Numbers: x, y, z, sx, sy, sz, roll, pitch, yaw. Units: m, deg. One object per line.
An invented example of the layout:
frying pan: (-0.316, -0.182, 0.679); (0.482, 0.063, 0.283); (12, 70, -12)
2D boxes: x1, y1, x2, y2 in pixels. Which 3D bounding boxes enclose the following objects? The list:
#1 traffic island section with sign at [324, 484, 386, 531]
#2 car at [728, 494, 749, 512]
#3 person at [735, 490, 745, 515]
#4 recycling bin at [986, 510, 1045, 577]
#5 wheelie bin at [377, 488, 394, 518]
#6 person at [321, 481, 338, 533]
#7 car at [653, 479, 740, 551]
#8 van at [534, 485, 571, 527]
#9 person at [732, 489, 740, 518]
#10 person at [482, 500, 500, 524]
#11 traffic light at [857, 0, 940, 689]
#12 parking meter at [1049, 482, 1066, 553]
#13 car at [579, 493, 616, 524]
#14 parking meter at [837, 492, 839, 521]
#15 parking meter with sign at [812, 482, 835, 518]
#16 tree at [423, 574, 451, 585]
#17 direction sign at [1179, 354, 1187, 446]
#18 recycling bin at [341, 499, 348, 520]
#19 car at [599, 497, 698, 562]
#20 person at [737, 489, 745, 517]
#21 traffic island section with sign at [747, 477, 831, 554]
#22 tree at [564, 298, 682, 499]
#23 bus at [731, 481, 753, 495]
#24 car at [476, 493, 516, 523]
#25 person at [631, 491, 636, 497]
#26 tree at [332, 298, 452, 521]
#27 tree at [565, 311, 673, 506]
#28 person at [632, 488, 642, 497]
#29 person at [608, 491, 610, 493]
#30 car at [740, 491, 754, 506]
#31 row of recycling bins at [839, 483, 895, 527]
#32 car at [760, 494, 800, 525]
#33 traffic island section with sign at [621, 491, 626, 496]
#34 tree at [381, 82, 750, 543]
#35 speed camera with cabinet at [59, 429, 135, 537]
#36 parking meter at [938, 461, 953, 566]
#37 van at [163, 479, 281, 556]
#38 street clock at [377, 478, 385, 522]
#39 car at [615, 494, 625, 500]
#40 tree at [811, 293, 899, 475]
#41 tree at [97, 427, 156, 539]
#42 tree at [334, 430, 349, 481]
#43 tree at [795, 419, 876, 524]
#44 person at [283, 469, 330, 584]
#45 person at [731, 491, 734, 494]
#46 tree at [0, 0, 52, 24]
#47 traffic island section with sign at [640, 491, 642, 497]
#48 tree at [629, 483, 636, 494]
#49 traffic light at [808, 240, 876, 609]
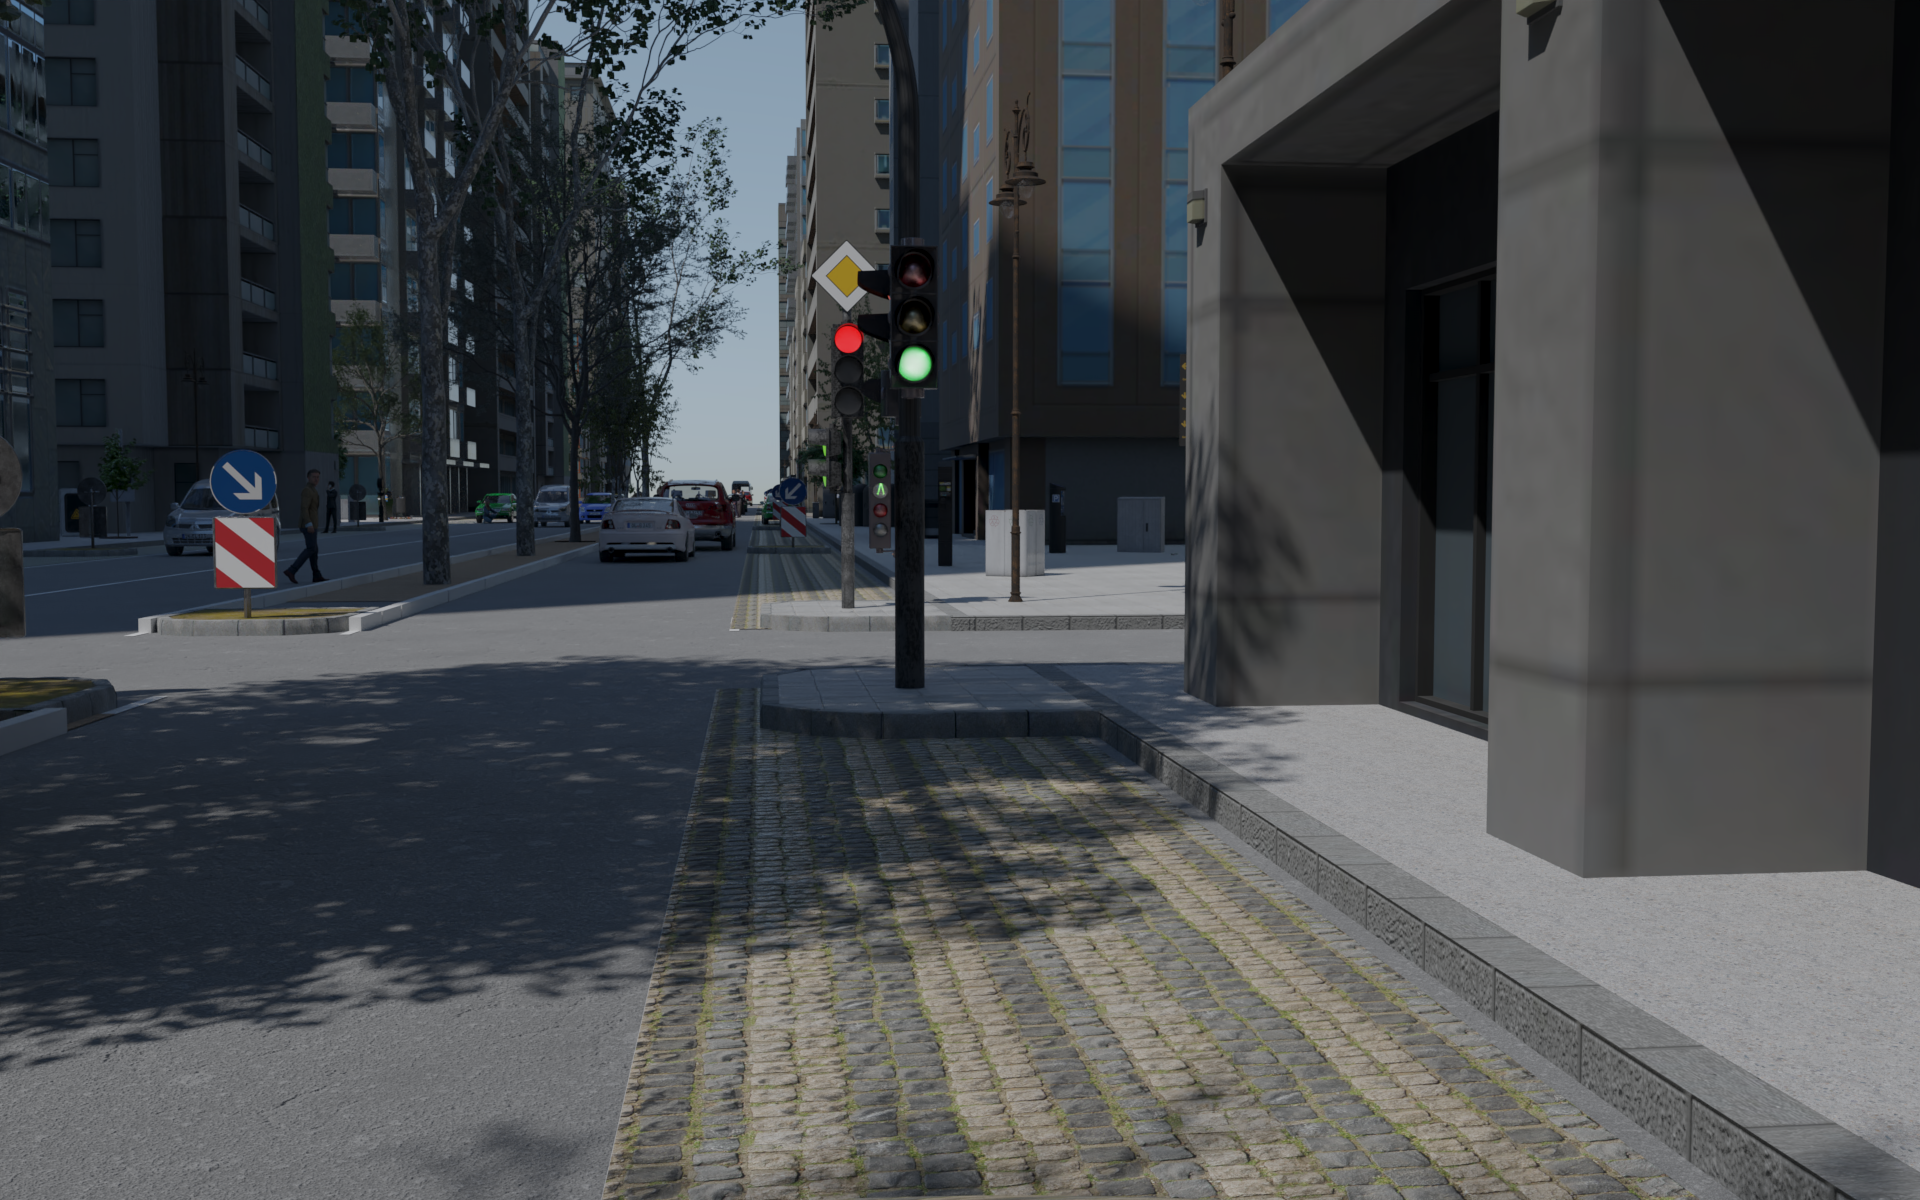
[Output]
traffic island section with sign: (-23.391, -3.577, 67.105); (1.989, 1.847, 2.006); (0, 4, -7)
car: (-17.889, -7.733, 138.230); (2.131, 1.459, 4.920); (0, 4, -8)
person: (-15.125, -6.720, 119.170); (0.742, 1.727, 0.445); (0, 4, -2)
recycling bin: (0.868, -0.894, 27.178); (0.722, 1.027, 0.722); (2, 4, 28)
wheelie bin: (-30.224, -5.091, 91.152); (0.693, 1.594, 0.980); (-3, 5, -43)
person: (-22.938, -3.375, 63.048); (0.648, 1.900, 0.474); (3, 4, 37)
car: (-6.915, -2.238, 45.263); (2.281, 1.827, 5.304); (0, 4, -6)
van: (-17.767, -4.220, 76.006); (2.013, 2.044, 4.112); (0, 4, -5)
person: (-13.540, -5.785, 104.001); (0.530, 1.710, 0.541); (-1, 4, -22)
person: (-22.649, -4.259, 83.630); (0.738, 1.151, 1.012); (2, 4, 24)
traffic light: (-2.430, -2.224, 11.023); (4.771, 5.953, 1.251); (0, 4, -7)
parking meter: (2.118, -1.784, 37.577); (0.372, 1.533, 0.369); (0, 3, 0)
car: (-17.583, -4.574, 84.382); (1.945, 1.707, 3.694); (0, 4, -5)
parking meter: (-5.803, -4.573, 83.184); (0.372, 1.533, 0.369); (0, 3, 0)
parking meter with sign: (-6.934, -5.829, 91.564); (1.738, 3.016, 0.543); (0, 4, -4)
tree: (-6.964, -10.258, 26.062); (12.611, 20.169, 13.585); (0, 3, 0)
direction sign: (3.988, -2.204, 28.029); (0.876, 3.537, 0.379); (1, 4, 15)
recycling bin: (-31.159, -4.556, 87.044); (0.722, 1.027, 0.722); (-3, 4, -38)
car: (-6.820, -1.565, 37.952); (2.083, 1.381, 4.827); (0, 4, -6)
person: (-13.395, -5.913, 105.973); (0.742, 1.727, 0.445); (2, 4, 28)
traffic island section with sign: (-4.176, -2.047, 42.094); (1.989, 1.847, 2.006); (0, 4, -7)
tree: (-12.106, -6.647, 61.501); (4.360, 8.622, 3.978); (0, 3, 0)
bus: (-30.788, -15.266, 244.456); (2.948, 3.499, 13.247); (0, 4, -6)
car: (-23.169, -4.788, 87.087); (1.959, 1.807, 4.718); (0, 4, -6)
person: (-34.070, -10.512, 181.086); (0.721, 1.735, 1.217); (3, 4, 39)
tree: (-28.020, -9.090, 83.037); (7.601, 10.594, 8.767); (-1, 4, -13)
tree: (-13.881, -7.278, 71.819); (4.737, 8.622, 4.395); (0, 3, 0)
person: (-21.350, -6.492, 114.651); (1.348, 1.823, 0.705); (-3, 5, -41)
person: (-34.006, -9.708, 167.892); (0.621, 1.740, 0.551); (0, 4, -4)
car: (-25.420, -11.929, 203.711); (2.281, 1.827, 5.304); (0, 4, -6)
row of recycling bins: (-3.574, -3.746, 68.360); (1.069, 1.692, 3.534); (-3, 5, -40)
car: (-8.478, -4.476, 81.979); (1.959, 1.807, 4.718); (-1, 4, -8)
traffic island section with sign: (-38.448, -11.574, 197.866); (1.989, 1.847, 2.006); (0, 4, -7)
tree: (-11.438, -8.452, 51.010); (12.009, 13.543, 11.850); (0, 3, 0)
speed camera with cabinet: (-26.171, -3.558, 52.506); (2.038, 3.252, 0.660); (-2, 4, -27)
parking meter: (-0.262, -1.538, 30.850); (0.255, 1.863, 0.399); (0, 4, 0)
van: (-17.685, -2.115, 41.584); (2.013, 2.044, 4.112); (0, 4, -5)
street clock: (-26.175, -4.509, 78.290); (0.358, 2.002, 0.471); (0, 4, -6)
car: (-30.987, -8.926, 156.159); (2.015, 1.641, 3.980); (0, 4, -5)
tree: (-3.014, -6.760, 60.889); (4.737, 8.622, 4.395); (0, 3, 0)
tree: (-24.305, -3.378, 49.830); (1.663, 3.219, 1.824); (0, 3, 0)
tree: (-27.349, -5.472, 73.178); (4.285, 4.588, 4.351); (0, 3, 0)
tree: (-5.342, -5.516, 73.904); (4.285, 4.588, 4.351); (0, 3, 0)
person: (-10.490, -1.191, 27.876); (0.656, 1.842, 0.836); (3, 5, 40)
person: (-19.302, -8.435, 147.334); (0.530, 1.710, 0.541); (2, 4, 31)
tree: (-6.078, -5.878, 5.210); (9.857, 13.997, 8.962); (0, 3, 0)
traffic island section with sign: (-41.600, -13.250, 225.265); (1.989, 1.847, 2.006); (0, 4, -7)
tree: (-47.836, -15.674, 250.876); (1.663, 3.219, 1.824); (0, 3, 0)
traffic light: (-1.275, -1.860, 19.335); (0.839, 4.253, 0.868); (0, 4, -7)
